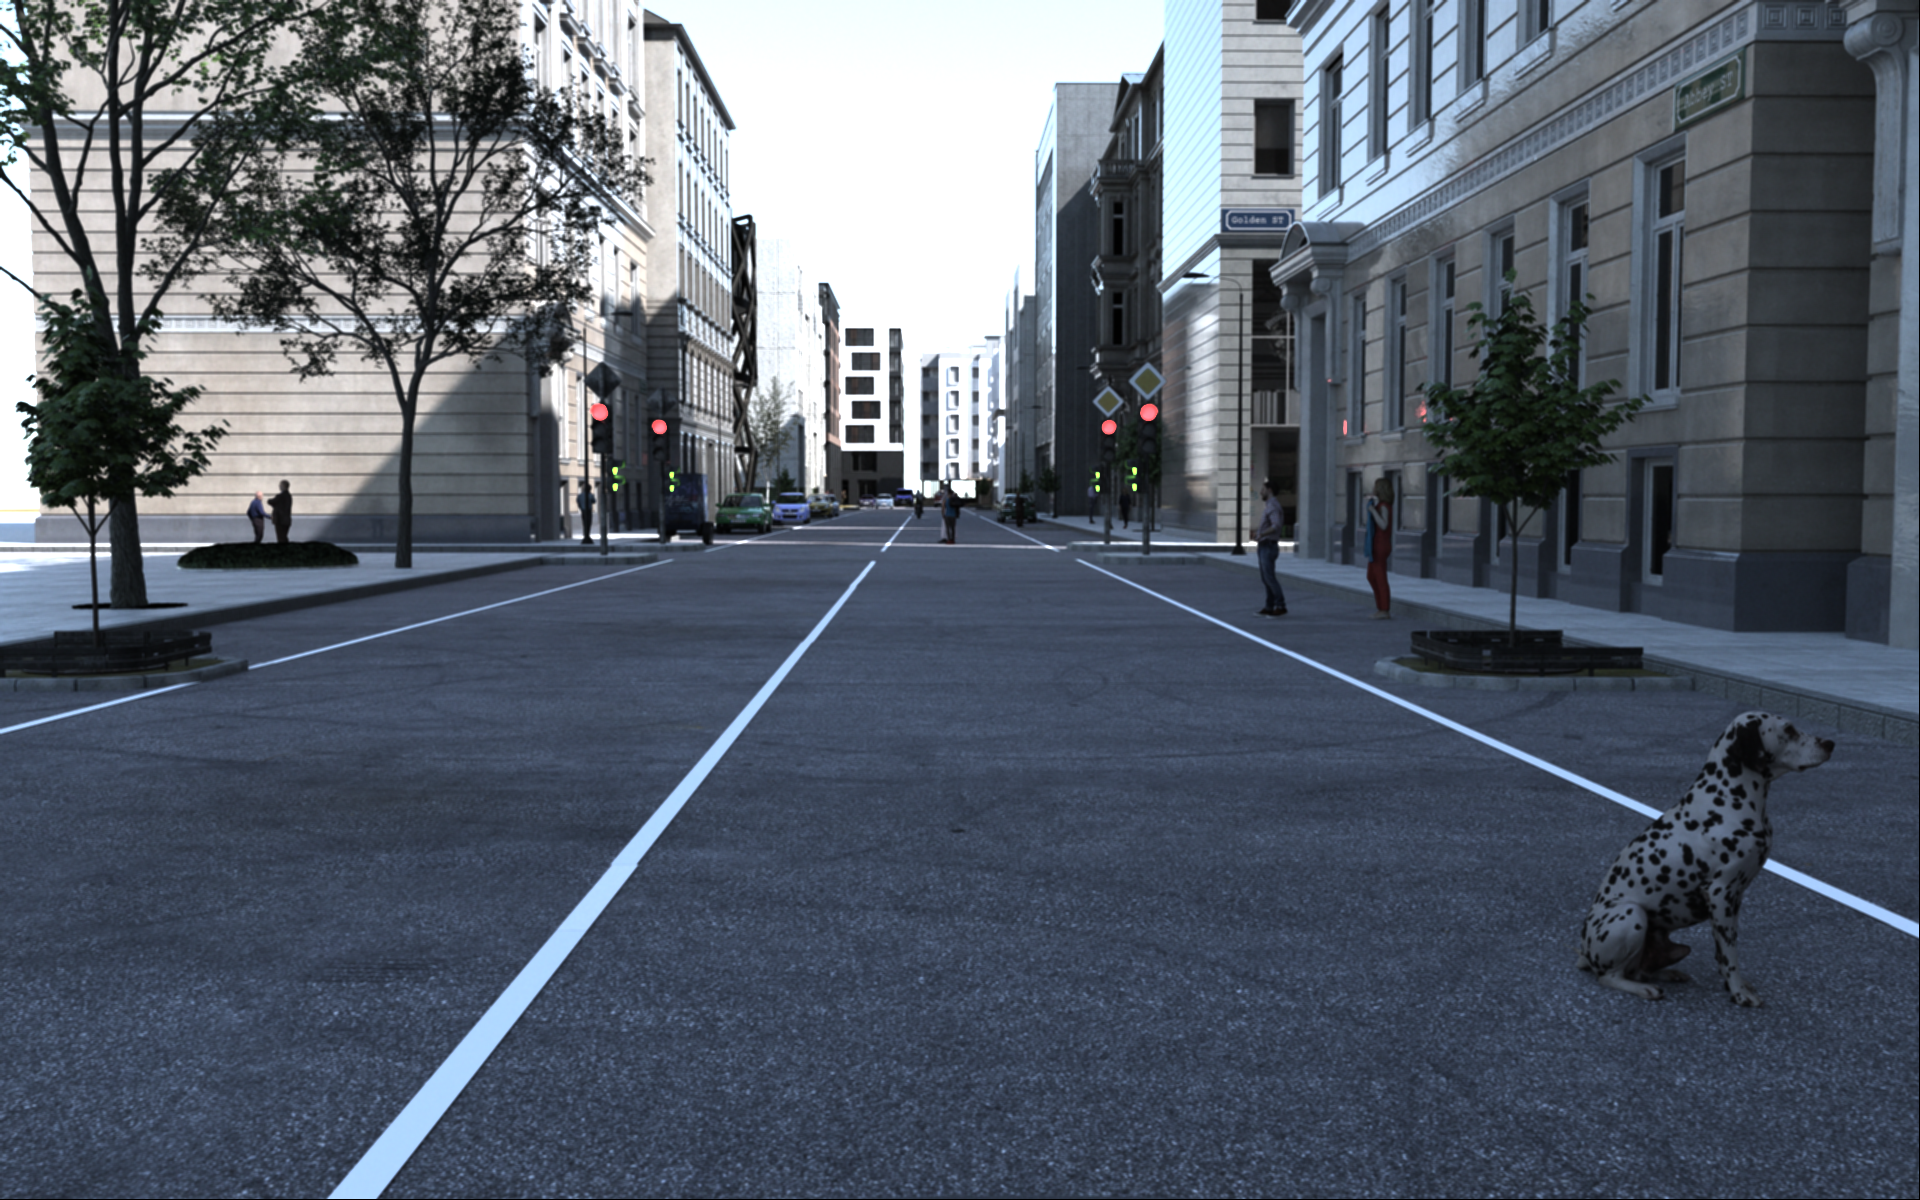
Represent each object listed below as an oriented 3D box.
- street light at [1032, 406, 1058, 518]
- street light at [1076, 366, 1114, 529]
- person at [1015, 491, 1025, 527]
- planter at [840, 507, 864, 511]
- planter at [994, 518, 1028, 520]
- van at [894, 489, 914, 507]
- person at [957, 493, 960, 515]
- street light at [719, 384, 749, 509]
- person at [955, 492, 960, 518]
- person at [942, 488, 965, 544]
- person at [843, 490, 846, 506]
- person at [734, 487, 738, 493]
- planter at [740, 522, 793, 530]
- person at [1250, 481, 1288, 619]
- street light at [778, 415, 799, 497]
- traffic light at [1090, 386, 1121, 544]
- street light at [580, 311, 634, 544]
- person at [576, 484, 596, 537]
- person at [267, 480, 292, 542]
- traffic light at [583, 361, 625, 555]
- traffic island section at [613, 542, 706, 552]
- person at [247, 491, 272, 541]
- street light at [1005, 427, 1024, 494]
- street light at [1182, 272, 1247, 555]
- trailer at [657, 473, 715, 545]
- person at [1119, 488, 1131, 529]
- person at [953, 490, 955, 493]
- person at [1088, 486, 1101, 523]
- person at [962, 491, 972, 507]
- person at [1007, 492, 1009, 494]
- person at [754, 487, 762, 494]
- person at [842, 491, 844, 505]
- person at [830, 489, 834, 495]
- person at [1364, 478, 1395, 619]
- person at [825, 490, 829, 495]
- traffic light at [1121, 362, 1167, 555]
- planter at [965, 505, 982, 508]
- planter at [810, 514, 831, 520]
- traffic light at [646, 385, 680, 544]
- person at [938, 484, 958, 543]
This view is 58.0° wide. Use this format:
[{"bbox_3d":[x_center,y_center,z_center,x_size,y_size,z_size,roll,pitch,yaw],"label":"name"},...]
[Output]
[{"bbox_3d":[4.474,-7.268,91.367,1.470,5.913,1.316,0,4,-1],"label":"street light"},{"bbox_3d":[4.903,-5.526,62.899,1.470,5.913,1.316,0,4,-1],"label":"street light"},{"bbox_3d":[2.576,-3.928,74.992,0.388,1.546,0.482,-3,5,-39],"label":"person"},{"bbox_3d":[-9.111,-7.645,146.128,1.991,0.319,1.994,0,4,-1],"label":"planter"},{"bbox_3d":[2.881,-4.587,96.129,1.991,0.319,1.994,0,4,-1],"label":"planter"},{"bbox_3d":[-6.182,-11.604,194.114,2.240,2.365,5.245,0,4,1],"label":"van"},{"bbox_3d":[-0.133,-6.665,119.675,0.471,1.553,0.569,-2,4,-35],"label":"person"},{"bbox_3d":[-9.572,-6.140,72.936,1.470,5.913,1.316,0,4,-1],"label":"street light"},{"bbox_3d":[-0.233,-5.648,103.119,0.482,1.546,0.388,0,4,1],"label":"person"},{"bbox_3d":[-0.209,-2.382,49.309,0.647,1.594,0.662,-1,4,-19],"label":"person"},{"bbox_3d":[-12.231,-10.873,184.525,0.721,1.735,1.217,0,4,4],"label":"person"},{"bbox_3d":[-15.413,-6.873,118.975,0.434,1.755,0.990,1,4,15],"label":"person"},{"bbox_3d":[-7.757,-2.963,69.582,1.991,0.319,1.994,0,4,-1],"label":"planter"},{"bbox_3d":[3.566,-0.588,20.075,0.435,1.587,0.963,0,4,2],"label":"person"},{"bbox_3d":[-10.070,-7.871,101.232,1.470,5.913,1.316,0,4,-1],"label":"street light"},{"bbox_3d":[3.767,-3.375,44.422,0.839,4.213,0.868,0,4,-1],"label":"traffic light"},{"bbox_3d":[-8.977,-4.375,44.070,1.470,5.913,1.316,0,4,-1],"label":"street light"},{"bbox_3d":[-9.889,-2.300,45.853,0.499,1.552,0.429,3,5,44],"label":"person"},{"bbox_3d":[-12.819,-1.490,32.675,0.388,1.546,0.482,0,4,3],"label":"person"},{"bbox_3d":[-7.450,-2.873,36.221,0.839,4.213,0.868,0,4,-1],"label":"traffic light"},{"bbox_3d":[-7.632,-1.349,44.338,2.009,0.180,2.903,0,4,-1],"label":"traffic island section"},{"bbox_3d":[-16.270,-1.782,40.330,0.600,1.496,0.574,-2,4,-24],"label":"person"},{"bbox_3d":[3.824,-8.993,119.580,1.470,5.913,1.316,0,4,-1],"label":"street light"},{"bbox_3d":[5.355,-3.909,36.450,1.470,5.913,1.316,0,4,-1],"label":"street light"},{"bbox_3d":[-7.739,-2.533,48.460,1.471,1.999,3.904,0,4,-2],"label":"trailer"},{"bbox_3d":[6.149,-3.424,64.575,0.480,1.512,0.613,0,4,-4],"label":"person"},{"bbox_3d":[-0.663,-10.022,172.300,0.705,1.831,1.348,1,4,20],"label":"person"},{"bbox_3d":[5.911,-4.271,75.743,0.599,1.838,0.709,0,4,-4],"label":"person"},{"bbox_3d":[0.690,-10.303,177.747,1.217,1.735,0.721,2,4,24],"label":"person"},{"bbox_3d":[3.795,-8.026,140.503,0.421,1.427,0.697,-1,4,-21],"label":"person"},{"bbox_3d":[-13.558,-6.710,116.433,0.565,1.739,0.600,0,3,0],"label":"person"},{"bbox_3d":[-13.595,-11.749,201.124,0.721,1.766,1.217,2,4,25],"label":"person"},{"bbox_3d":[-12.108,-9.696,165.287,0.721,1.743,1.217,1,4,13],"label":"person"},{"bbox_3d":[4.780,-0.589,19.840,0.444,1.614,0.593,3,4,38],"label":"person"},{"bbox_3d":[-12.800,-9.735,166.679,0.415,1.643,0.593,1,4,22],"label":"person"},{"bbox_3d":[3.909,-2.886,36.438,0.839,4.213,0.868,0,4,-1],"label":"traffic light"},{"bbox_3d":[1.503,-9.336,173.791,1.991,0.319,1.994,0,4,-1],"label":"planter"},{"bbox_3d":[-8.249,-4.661,97.347,1.991,0.319,1.994,0,4,-1],"label":"planter"},{"bbox_3d":[-7.592,-3.361,44.205,0.839,4.213,0.868,0,4,-1],"label":"traffic light"},{"bbox_3d":[-0.365,-2.554,50.929,0.621,1.740,0.551,0,4,-5],"label":"person"}]
